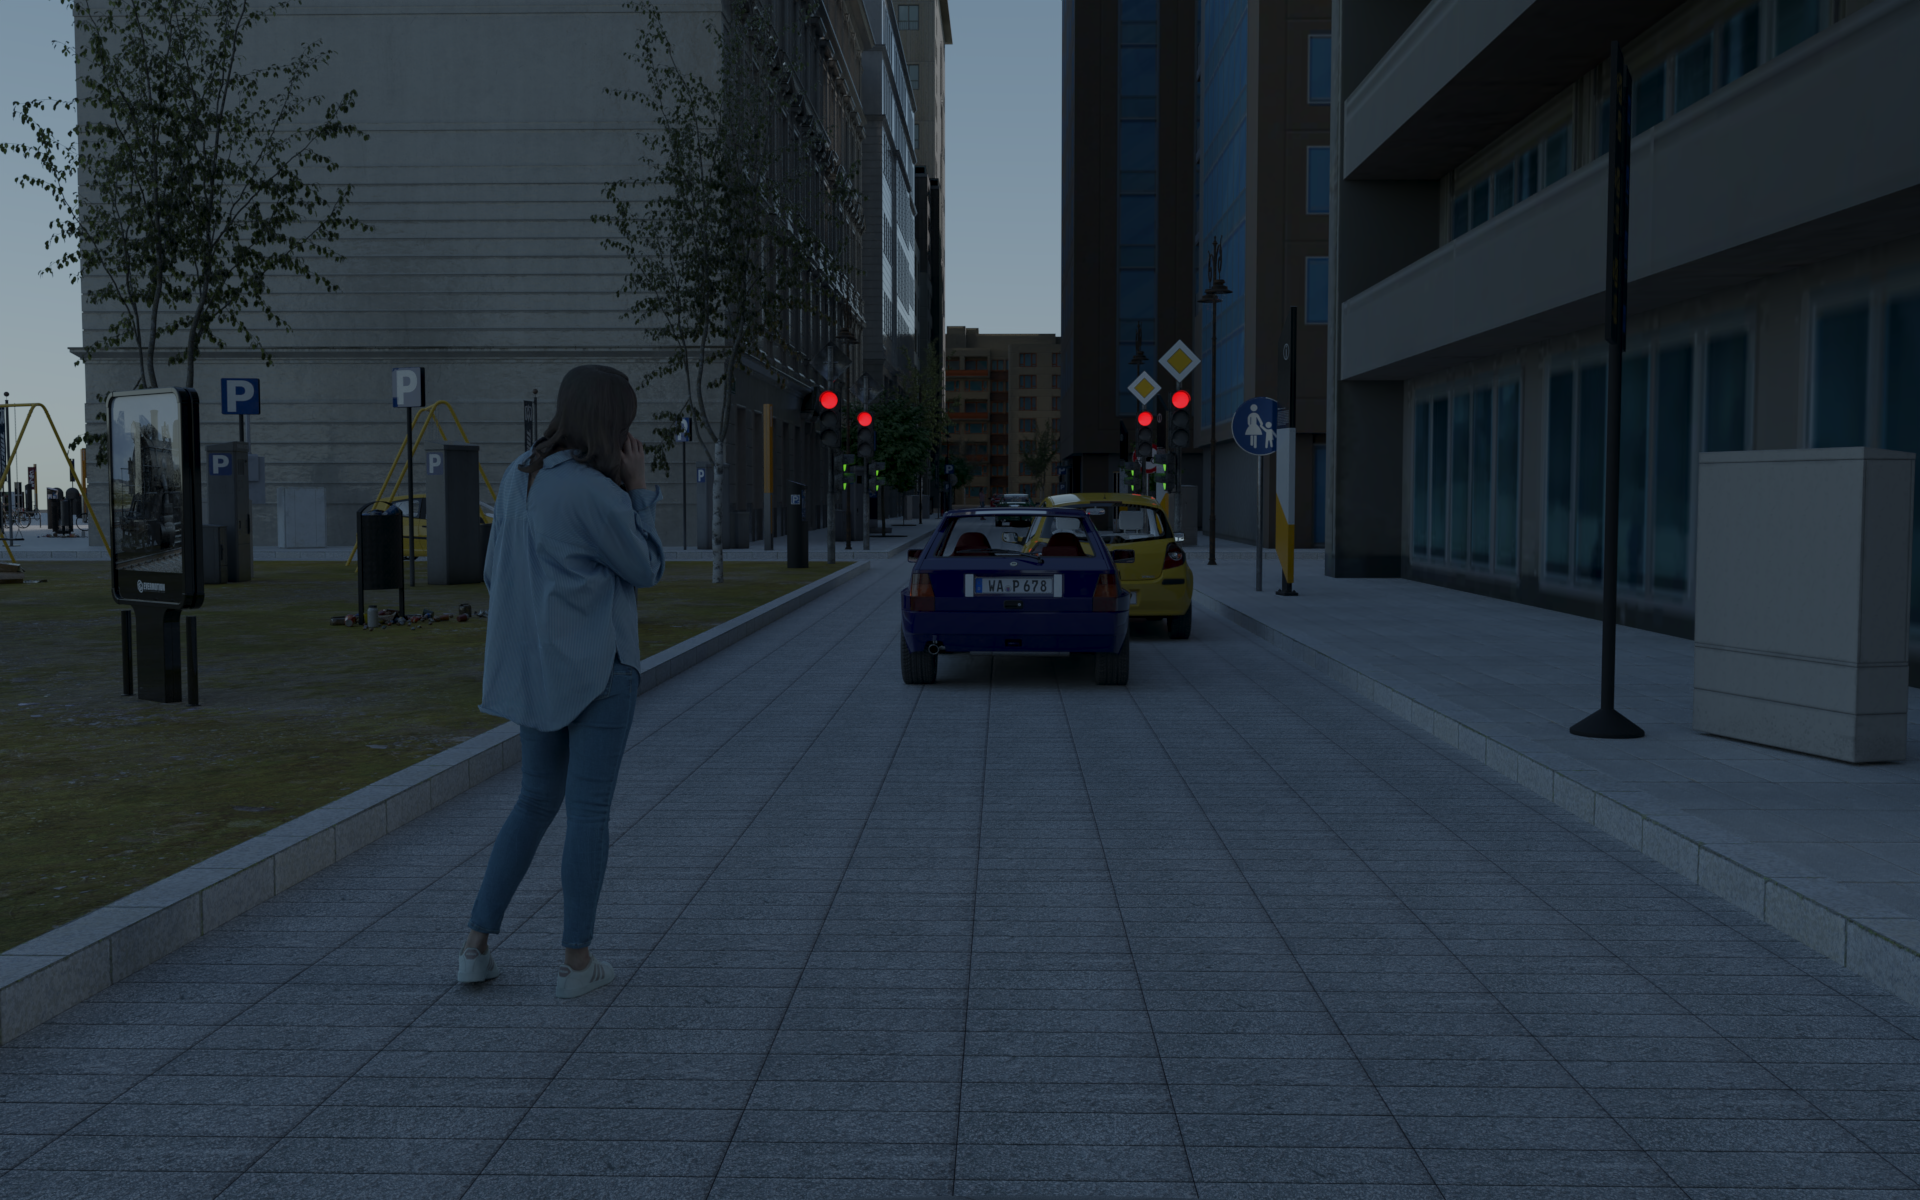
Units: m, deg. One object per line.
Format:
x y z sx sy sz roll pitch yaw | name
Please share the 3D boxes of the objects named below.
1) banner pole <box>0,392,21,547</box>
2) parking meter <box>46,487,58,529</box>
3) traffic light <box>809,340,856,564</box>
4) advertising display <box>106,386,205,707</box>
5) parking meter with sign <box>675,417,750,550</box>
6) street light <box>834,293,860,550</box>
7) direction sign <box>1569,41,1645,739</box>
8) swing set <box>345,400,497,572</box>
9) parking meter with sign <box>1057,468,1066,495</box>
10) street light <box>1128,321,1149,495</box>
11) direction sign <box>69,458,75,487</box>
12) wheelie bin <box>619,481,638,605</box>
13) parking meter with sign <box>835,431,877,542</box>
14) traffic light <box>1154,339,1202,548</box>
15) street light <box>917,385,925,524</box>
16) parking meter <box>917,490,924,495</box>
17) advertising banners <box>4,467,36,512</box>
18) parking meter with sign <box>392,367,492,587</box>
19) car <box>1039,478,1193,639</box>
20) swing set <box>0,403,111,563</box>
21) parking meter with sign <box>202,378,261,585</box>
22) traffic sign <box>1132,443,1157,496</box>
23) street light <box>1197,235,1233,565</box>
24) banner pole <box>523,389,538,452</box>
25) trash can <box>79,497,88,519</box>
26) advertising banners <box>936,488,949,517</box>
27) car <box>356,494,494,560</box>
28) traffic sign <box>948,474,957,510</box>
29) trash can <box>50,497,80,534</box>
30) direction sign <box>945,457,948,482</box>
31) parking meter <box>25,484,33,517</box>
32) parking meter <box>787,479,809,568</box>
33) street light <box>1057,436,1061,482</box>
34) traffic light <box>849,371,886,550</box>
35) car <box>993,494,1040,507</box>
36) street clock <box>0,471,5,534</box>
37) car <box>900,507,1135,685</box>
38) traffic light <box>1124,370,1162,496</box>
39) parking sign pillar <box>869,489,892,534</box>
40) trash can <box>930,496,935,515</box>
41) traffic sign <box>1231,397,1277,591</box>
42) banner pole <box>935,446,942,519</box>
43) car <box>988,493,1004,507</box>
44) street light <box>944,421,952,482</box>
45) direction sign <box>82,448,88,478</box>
-23.440 -3.213 42.545 0.863 3.779 0.401 3 5 44 | banner pole
-33.301 -3.374 63.572 0.372 1.533 0.369 0 3 0 | parking meter
-2.345 -2.617 31.701 0.839 4.253 0.868 0 4 2 | traffic light
-4.974 -0.336 10.709 0.974 1.923 0.123 3 5 40 | advertising display
-5.699 -2.684 40.147 1.738 3.016 0.543 -3 5 -43 | parking meter with sign
-2.581 -4.107 39.939 0.468 5.910 1.993 0 4 2 | street light
3.455 -1.049 9.145 0.379 3.537 0.876 2 4 25 | direction sign
-9.209 -2.001 30.332 2.862 2.851 3.119 -1 4 -22 | swing set
6.183 -6.653 105.039 0.543 3.016 1.738 0 4 2 | parking meter with sign
4.765 -4.499 46.350 0.468 5.910 1.993 0 4 2 | street light
-56.539 -7.239 110.356 0.379 3.537 0.876 -1 4 -9 | direction sign
-3.500 -0.567 17.182 0.693 1.594 0.980 0 4 4 | wheelie bin
-2.914 -3.119 47.258 0.543 3.016 1.738 2 4 25 | parking meter with sign
3.965 -2.607 31.550 0.839 4.253 0.868 0 4 2 | traffic light
-1.686 -6.182 73.865 0.468 5.910 1.993 0 4 2 | street light
-2.194 -5.360 96.042 0.372 1.533 0.369 0 3 0 | parking meter
-59.832 -6.972 110.184 0.090 3.025 2.074 3 5 44 | advertising banners
-7.194 -1.736 24.645 0.543 3.016 1.738 2 4 29 | parking meter with sign
1.463 -0.508 18.535 2.015 1.641 3.980 0 4 1 | car
-17.133 -2.006 30.415 3.119 2.851 2.862 2 4 27 | swing set
-10.716 -1.775 25.282 0.543 3.016 1.738 0 4 -6 | parking meter with sign
4.660 -2.621 42.964 0.768 2.556 0.104 0 4 7 | traffic sign
4.564 -3.571 31.170 0.468 5.910 1.993 0 4 2 | street light
-10.140 -3.121 41.047 0.401 3.779 0.863 1 4 11 | banner pole
-46.179 -4.860 91.115 0.748 1.137 0.748 0 3 0 | trash can
-1.012 -6.294 99.095 0.090 3.025 2.074 1 4 21 | advertising banners
-10.365 -1.565 35.814 3.980 1.641 2.015 0 4 3 | car
-0.547 -6.729 110.128 0.768 2.556 0.104 0 4 3 | traffic sign
-28.928 -2.702 55.828 0.748 1.137 0.748 0 3 0 | trash can
-0.834 -6.934 105.372 0.379 3.537 0.876 -1 4 -9 | direction sign
-52.402 -5.611 97.456 0.399 1.863 0.255 3 4 37 | parking meter
-2.814 -1.322 30.024 0.372 1.533 0.369 0 3 0 | parking meter
6.585 -8.614 113.628 0.468 5.910 1.993 0 4 2 | street light
-2.133 -3.105 39.684 0.839 4.253 0.868 0 4 2 | traffic light
2.515 -4.006 77.303 2.131 1.459 4.920 0 4 3 | car
-30.662 -3.100 55.258 0.471 2.002 0.358 3 4 38 | street clock
0.492 -0.108 14.348 1.945 1.354 3.894 0 4 3 | car
4.177 -3.096 39.533 0.839 4.253 0.868 0 4 2 | traffic light
-2.951 -4.183 56.863 1.447 3.967 1.447 0 4 -6 | parking sign pillar
-1.954 -5.869 107.609 0.748 1.137 0.748 0 3 0 | trash can
3.947 -1.387 22.783 0.768 2.556 0.104 0 4 7 | traffic sign
-1.181 -6.107 89.858 0.401 3.779 0.863 -1 4 -15 | banner pole
3.442 -8.428 146.836 2.155 1.783 4.494 0 3 0 | car
-0.772 -8.241 107.536 0.468 5.910 1.993 0 4 2 | street light
-42.604 -5.693 85.075 0.876 3.537 0.379 -1 4 -14 | direction sign
